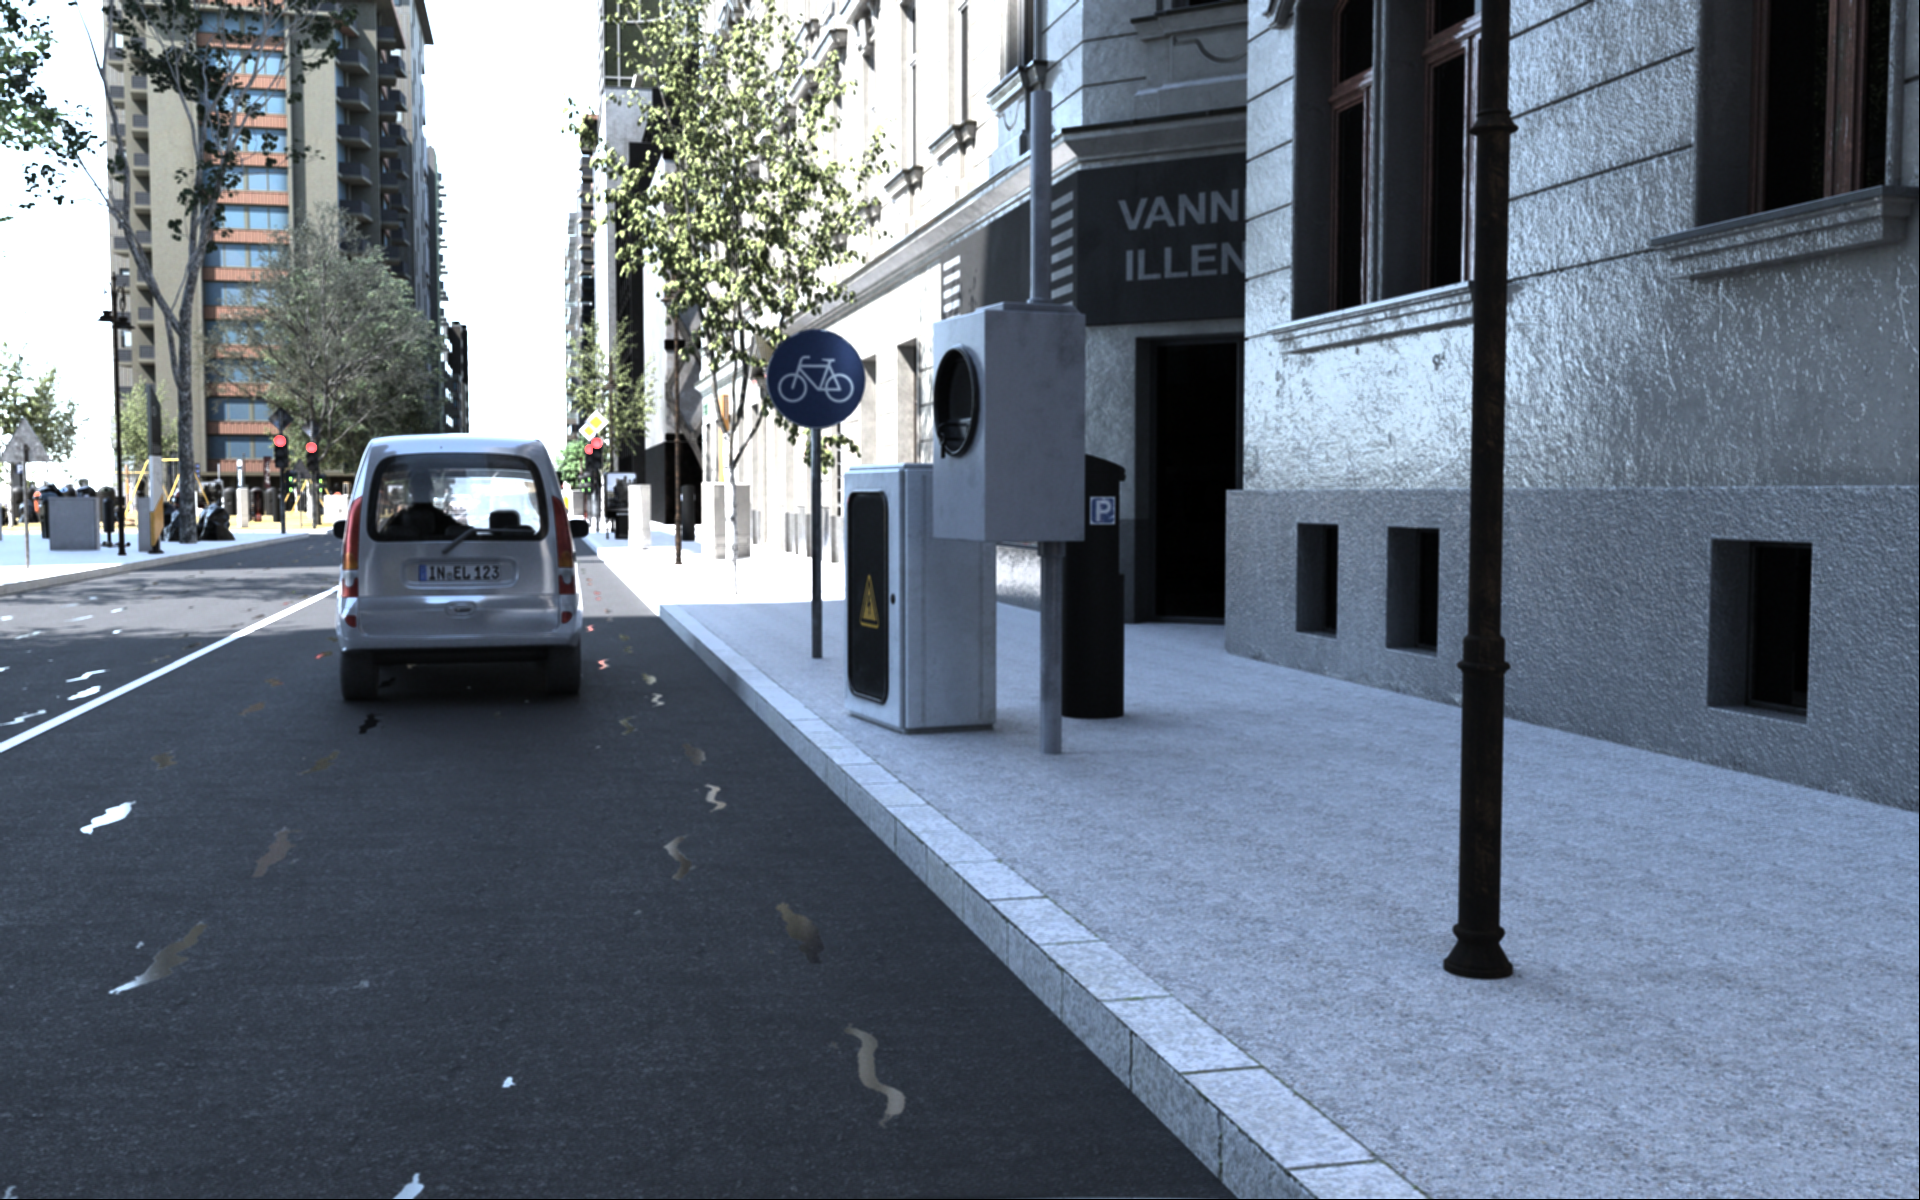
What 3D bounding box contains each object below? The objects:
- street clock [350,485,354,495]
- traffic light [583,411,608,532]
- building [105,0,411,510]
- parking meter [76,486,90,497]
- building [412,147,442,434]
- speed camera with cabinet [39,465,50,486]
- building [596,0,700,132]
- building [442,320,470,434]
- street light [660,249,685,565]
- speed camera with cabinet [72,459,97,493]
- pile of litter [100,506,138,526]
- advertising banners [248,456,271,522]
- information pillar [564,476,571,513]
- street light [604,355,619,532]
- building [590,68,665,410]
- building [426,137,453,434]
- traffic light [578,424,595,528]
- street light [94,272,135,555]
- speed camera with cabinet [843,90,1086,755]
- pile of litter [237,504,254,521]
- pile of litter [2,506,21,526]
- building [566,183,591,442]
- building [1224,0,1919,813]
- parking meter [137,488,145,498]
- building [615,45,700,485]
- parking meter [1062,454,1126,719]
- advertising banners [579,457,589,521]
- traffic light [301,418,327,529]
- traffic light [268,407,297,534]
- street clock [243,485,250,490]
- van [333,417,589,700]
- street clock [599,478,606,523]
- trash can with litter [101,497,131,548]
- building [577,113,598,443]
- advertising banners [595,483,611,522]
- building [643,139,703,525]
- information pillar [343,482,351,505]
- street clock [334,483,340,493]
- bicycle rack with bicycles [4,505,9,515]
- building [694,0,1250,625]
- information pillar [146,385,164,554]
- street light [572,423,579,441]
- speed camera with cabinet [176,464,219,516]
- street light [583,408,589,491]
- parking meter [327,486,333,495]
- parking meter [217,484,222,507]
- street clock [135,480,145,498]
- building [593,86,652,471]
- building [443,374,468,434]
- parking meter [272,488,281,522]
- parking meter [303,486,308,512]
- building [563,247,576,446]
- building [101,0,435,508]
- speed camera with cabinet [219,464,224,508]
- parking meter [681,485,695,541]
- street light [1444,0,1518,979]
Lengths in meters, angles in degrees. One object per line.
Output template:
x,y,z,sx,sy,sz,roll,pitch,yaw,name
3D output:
-46.636,-7.856,133.018,0.358,2.002,0.471,1,4,19,street clock
-12.228,-4.239,58.235,0.839,4.253,0.868,-1,4,-14,traffic light
-58.888,-30.147,147.522,22.147,44.769,28.867,-1,4,-14,building
-26.921,-2.740,53.210,0.372,1.533,0.369,0,3,0,parking meter
-66.715,-31.390,196.821,14.154,41.232,14.086,-1,4,-14,building
-61.985,-7.601,118.606,2.038,3.252,0.660,1,4,11,speed camera with cabinet
-27.877,-45.020,174.332,20.563,71.187,20.611,-1,4,-14,building
-87.405,-31.219,282.129,14.160,30.474,14.107,-1,4,-14,building
-5.085,-3.567,31.114,0.468,5.910,1.993,-1,4,-14,street light
-48.997,-6.319,97.652,0.660,3.252,2.038,1,4,20,speed camera with cabinet
-33.965,-3.441,70.218,1.719,0.858,1.176,-2,4,-23,pile of litter
-32.496,-5.128,80.031,0.090,3.025,2.074,1,4,18,advertising banners
-26.197,-7.597,115.570,0.504,3.616,0.183,1,4,21,information pillar
-11.624,-5.199,57.790,0.468,5.910,1.993,-1,4,-14,street light
-16.851,-28.304,154.647,32.217,40.220,23.993,-1,4,-14,building
-79.797,-37.384,230.833,23.786,49.044,30.456,-1,4,-14,building
-14.122,-4.714,65.993,0.839,4.253,0.868,-1,4,-14,traffic light
-17.592,-3.877,36.184,0.468,5.910,1.993,-1,4,-14,street light
-0.038,-0.908,9.175,0.660,3.252,2.038,-1,4,-23,speed camera with cabinet
-34.396,-4.268,83.751,1.176,0.858,1.719,0,4,0,pile of litter
-39.050,-3.443,70.261,1.719,0.858,1.176,-2,4,-32,pile of litter
-49.062,-39.628,267.530,23.786,49.044,30.456,-1,4,-14,building
10.808,-13.236,3.801,14.401,28.519,23.554,-1,4,-14,building
-54.174,-6.660,114.607,0.399,1.863,0.255,1,4,9,parking meter
-12.148,-16.203,94.604,12.332,23.373,15.834,-1,4,-14,building
0.765,-0.098,10.019,0.372,1.533,0.369,0,3,0,parking meter
-17.927,-5.301,82.853,0.090,3.025,2.074,0,4,2,advertising banners
-23.748,-4.570,63.635,0.839,4.253,0.868,-1,4,-14,traffic light
-21.853,-4.095,55.877,0.839,4.253,0.868,-1,4,-14,traffic light
-54.683,-7.844,132.822,0.471,2.002,0.358,1,4,12,street clock
-3.897,-0.402,13.578,2.013,2.044,4.112,-1,4,-15,van
-15.682,-4.378,76.152,0.471,2.002,0.358,0,4,2,street clock
-20.766,-1.895,42.049,1.678,1.210,2.233,-2,4,-29,trash can with litter
-32.413,-33.323,199.451,22.147,44.769,28.867,-1,4,-14,building
-16.297,-5.060,78.912,0.090,3.025,2.074,1,4,10,advertising banners
-5.385,-12.920,78.697,16.811,18.784,16.820,-1,4,-14,building
-38.437,-6.370,108.649,0.304,2.012,0.304,1,4,16,information pillar
-42.105,-6.885,117.140,0.358,2.002,0.471,0,4,5,street clock
-57.019,-5.650,105.756,2.925,0.926,2.852,0,4,-8,bicycle rack with bicycles
4.317,-15.935,36.949,17.030,29.872,44.131,-1,4,-14,building
-17.366,-2.815,37.378,0.183,3.616,0.504,0,4,-1,information pillar
-24.702,-8.473,111.317,0.468,5.910,1.993,-1,4,-14,street light
-43.914,-6.431,99.488,2.038,3.252,0.660,0,4,-3,speed camera with cabinet
-18.217,-6.863,85.000,0.468,5.910,1.993,-1,4,-14,street light
-48.048,-7.731,132.118,0.255,1.863,0.399,3,4,38,parking meter
-41.048,-5.511,95.810,0.255,1.863,0.399,1,4,16,parking meter
-41.039,-5.024,86.713,0.471,2.002,0.358,2,4,24,street clock
-17.040,-17.965,111.742,12.078,24.808,19.932,-1,4,-14,building
-88.791,-25.378,259.974,27.650,21.520,28.899,-1,4,-14,building
-30.944,-4.284,78.453,0.372,1.533,0.369,0,3,0,parking meter
-45.661,-7.040,120.807,0.255,1.863,0.399,-2,4,-34,parking meter
-58.724,-37.012,288.744,14.154,41.232,14.086,-1,4,-14,building
-67.974,-35.768,174.038,28.713,52.752,27.495,-1,4,-14,building
-48.012,-7.243,112.766,0.660,3.252,2.038,0,4,7,speed camera with cabinet
-7.463,-2.394,47.547,0.372,1.533,0.369,0,3,0,parking meter
1.395,-1.939,4.486,0.468,5.910,1.993,-1,4,-14,street light
